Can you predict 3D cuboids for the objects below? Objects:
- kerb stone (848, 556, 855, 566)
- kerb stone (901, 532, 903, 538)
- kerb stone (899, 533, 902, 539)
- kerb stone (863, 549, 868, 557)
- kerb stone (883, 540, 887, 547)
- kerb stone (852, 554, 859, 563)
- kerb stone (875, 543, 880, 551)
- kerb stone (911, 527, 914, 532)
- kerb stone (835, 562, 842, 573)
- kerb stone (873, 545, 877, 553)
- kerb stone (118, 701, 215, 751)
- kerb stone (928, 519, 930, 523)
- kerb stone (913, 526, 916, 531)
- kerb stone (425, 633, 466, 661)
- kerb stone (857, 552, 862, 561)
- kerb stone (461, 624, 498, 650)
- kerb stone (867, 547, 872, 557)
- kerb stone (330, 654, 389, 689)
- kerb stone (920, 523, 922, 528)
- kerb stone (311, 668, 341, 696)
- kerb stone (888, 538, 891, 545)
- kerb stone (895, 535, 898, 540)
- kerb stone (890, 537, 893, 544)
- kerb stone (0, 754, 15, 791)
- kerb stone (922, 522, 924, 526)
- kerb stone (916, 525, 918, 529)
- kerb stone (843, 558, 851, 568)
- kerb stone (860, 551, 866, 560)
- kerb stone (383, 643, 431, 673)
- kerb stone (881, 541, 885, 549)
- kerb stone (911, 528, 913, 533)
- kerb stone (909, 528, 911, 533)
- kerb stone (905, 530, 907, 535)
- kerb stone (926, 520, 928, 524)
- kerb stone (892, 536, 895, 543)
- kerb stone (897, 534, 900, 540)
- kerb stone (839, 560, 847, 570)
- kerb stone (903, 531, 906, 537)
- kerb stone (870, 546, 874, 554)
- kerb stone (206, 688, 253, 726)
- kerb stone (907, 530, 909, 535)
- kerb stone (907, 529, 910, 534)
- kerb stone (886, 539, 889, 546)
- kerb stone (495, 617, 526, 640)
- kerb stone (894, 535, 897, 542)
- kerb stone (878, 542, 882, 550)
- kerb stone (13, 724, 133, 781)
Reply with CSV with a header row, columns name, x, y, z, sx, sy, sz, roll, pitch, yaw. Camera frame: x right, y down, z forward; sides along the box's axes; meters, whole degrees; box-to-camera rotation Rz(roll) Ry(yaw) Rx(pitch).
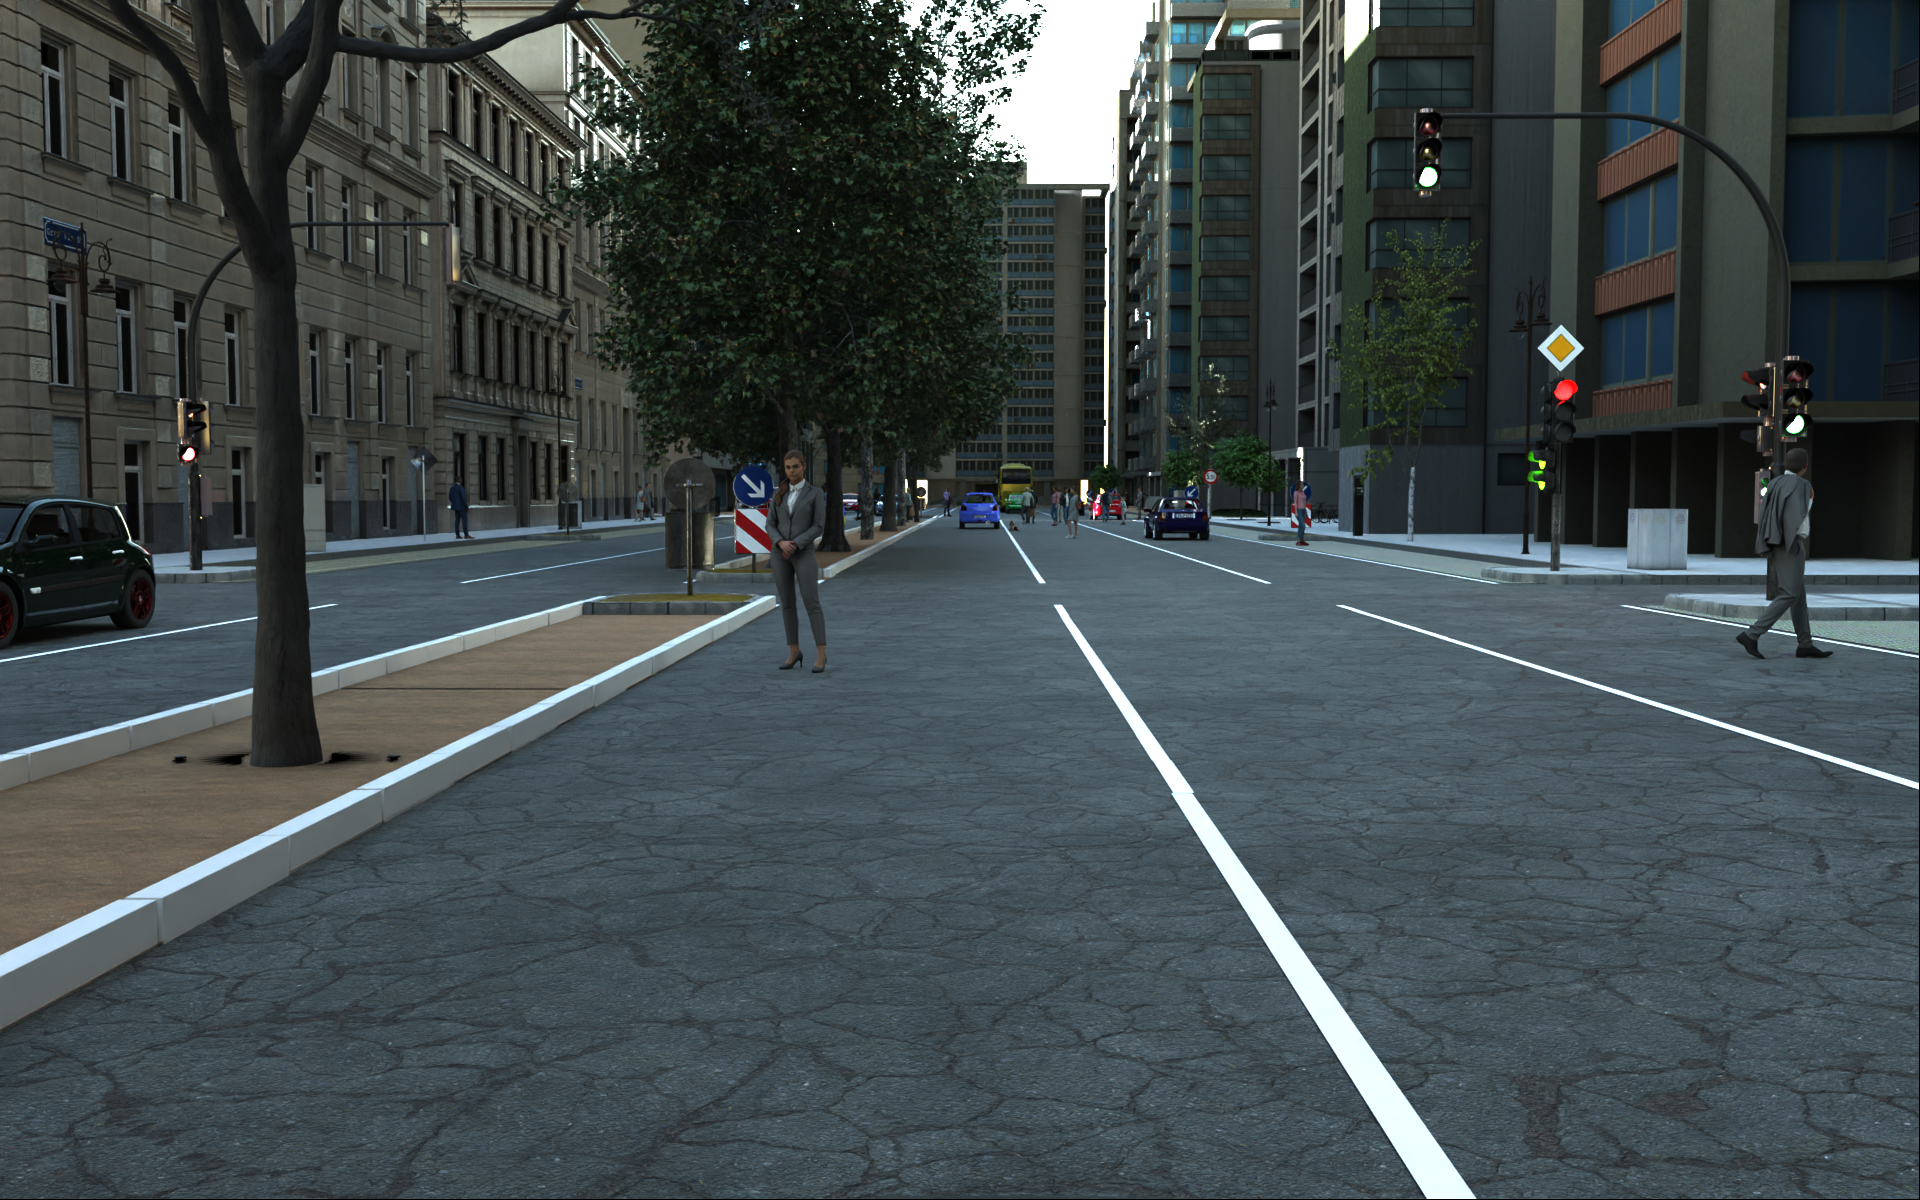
name,x,y,z,sx,sy,sz,roll,pitch,yaw
kerb stone,-2.225,-0.734,34.198,0.120,0.150,1.000,0,4,1
kerb stone,-1.953,-1.988,54.703,0.120,0.150,1.000,0,4,1
kerb stone,-1.973,-1.926,53.681,0.120,0.150,1.000,0,4,1
kerb stone,-2.174,-0.985,38.302,0.120,0.150,1.000,0,4,1
kerb stone,-2.079,-1.424,45.476,0.120,0.150,1.000,0,4,1
kerb stone,-2.210,-0.793,35.227,0.120,0.150,1.000,0,4,1
kerb stone,-2.114,-1.233,42.402,0.120,0.150,1.000,0,4,1
kerb stone,-1.853,-2.490,62.909,0.120,0.150,1.000,0,4,1
kerb stone,-2.267,-0.546,31.127,0.120,0.150,1.000,0,4,1
kerb stone,-2.132,-1.173,41.372,0.120,0.150,1.000,0,4,1
kerb stone,-4.638,0.740,10.096,0.120,0.150,1.000,0,4,1
kerb stone,-1.617,-3.617,81.367,0.120,0.150,1.000,0,4,1
kerb stone,-1.836,-2.615,64.959,0.120,0.150,1.000,0,4,1
kerb stone,-4.570,0.431,15.210,0.120,0.150,1.000,0,4,1
kerb stone,-2.207,-0.854,36.253,0.120,0.150,1.000,0,4,1
kerb stone,-4.556,0.365,16.234,0.120,0.150,1.000,0,4,1
kerb stone,-2.151,-1.046,39.327,0.120,0.150,1.000,0,4,1
kerb stone,-4.592,0.553,13.163,0.120,0.150,1.000,0,4,1
kerb stone,-1.742,-2.992,71.110,0.120,0.150,1.000,0,4,1
kerb stone,-4.606,0.619,12.140,0.120,0.150,1.000,0,4,1
kerb stone,-2.055,-1.549,47.524,0.120,0.150,1.000,0,4,1
kerb stone,-1.996,-1.798,51.621,0.120,0.150,1.000,0,4,1
kerb stone,-2.034,-1.612,48.546,0.120,0.150,1.000,0,4,1
kerb stone,-4.664,0.866,8.049,0.120,0.150,1.000,0,4,1
kerb stone,-1.720,-3.118,73.172,0.120,0.150,1.000,0,4,1
kerb stone,-1.800,-2.741,67.009,0.120,0.150,1.000,0,4,1
kerb stone,-2.242,-0.672,33.176,0.120,0.150,1.000,0,4,1
kerb stone,-2.180,-0.918,37.278,0.120,0.150,1.000,0,4,1
kerb stone,-4.578,0.490,14.186,0.120,0.150,1.000,0,4,1
kerb stone,-2.090,-1.360,44.454,0.120,0.150,1.000,0,4,1
kerb stone,-1.867,-2.421,61.887,0.120,0.150,1.000,0,4,1
kerb stone,-1.879,-2.365,60.860,0.120,0.150,1.000,0,4,1
kerb stone,-1.922,-2.175,57.774,0.120,0.150,1.000,0,4,1
kerb stone,-1.656,-3.431,78.286,0.120,0.150,1.000,0,4,1
kerb stone,-2.022,-1.674,49.571,0.120,0.150,1.000,0,4,1
kerb stone,-1.984,-1.863,52.654,0.120,0.150,1.000,0,4,1
kerb stone,-2.251,-0.609,32.154,0.120,0.150,1.000,0,4,1
kerb stone,-1.933,-2.113,56.748,0.120,0.150,1.000,0,4,1
kerb stone,-2.145,-1.106,40.349,0.120,0.150,1.000,0,4,1
kerb stone,-4.620,0.678,11.118,0.120,0.150,1.000,0,4,1
kerb stone,-1.911,-2.239,58.796,0.120,0.150,1.000,0,4,1
kerb stone,-1.894,-2.302,59.838,0.120,0.150,1.000,0,4,1
kerb stone,-2.069,-1.486,46.498,0.120,0.150,1.000,0,4,1
kerb stone,-4.543,0.302,17.256,0.120,0.150,1.000,0,4,1
kerb stone,-2.012,-1.737,50.593,0.120,0.150,1.000,0,4,1
kerb stone,-2.105,-1.297,43.425,0.120,0.150,1.000,0,4,1
kerb stone,-4.653,0.803,9.072,0.120,0.150,1.000,0,4,1
